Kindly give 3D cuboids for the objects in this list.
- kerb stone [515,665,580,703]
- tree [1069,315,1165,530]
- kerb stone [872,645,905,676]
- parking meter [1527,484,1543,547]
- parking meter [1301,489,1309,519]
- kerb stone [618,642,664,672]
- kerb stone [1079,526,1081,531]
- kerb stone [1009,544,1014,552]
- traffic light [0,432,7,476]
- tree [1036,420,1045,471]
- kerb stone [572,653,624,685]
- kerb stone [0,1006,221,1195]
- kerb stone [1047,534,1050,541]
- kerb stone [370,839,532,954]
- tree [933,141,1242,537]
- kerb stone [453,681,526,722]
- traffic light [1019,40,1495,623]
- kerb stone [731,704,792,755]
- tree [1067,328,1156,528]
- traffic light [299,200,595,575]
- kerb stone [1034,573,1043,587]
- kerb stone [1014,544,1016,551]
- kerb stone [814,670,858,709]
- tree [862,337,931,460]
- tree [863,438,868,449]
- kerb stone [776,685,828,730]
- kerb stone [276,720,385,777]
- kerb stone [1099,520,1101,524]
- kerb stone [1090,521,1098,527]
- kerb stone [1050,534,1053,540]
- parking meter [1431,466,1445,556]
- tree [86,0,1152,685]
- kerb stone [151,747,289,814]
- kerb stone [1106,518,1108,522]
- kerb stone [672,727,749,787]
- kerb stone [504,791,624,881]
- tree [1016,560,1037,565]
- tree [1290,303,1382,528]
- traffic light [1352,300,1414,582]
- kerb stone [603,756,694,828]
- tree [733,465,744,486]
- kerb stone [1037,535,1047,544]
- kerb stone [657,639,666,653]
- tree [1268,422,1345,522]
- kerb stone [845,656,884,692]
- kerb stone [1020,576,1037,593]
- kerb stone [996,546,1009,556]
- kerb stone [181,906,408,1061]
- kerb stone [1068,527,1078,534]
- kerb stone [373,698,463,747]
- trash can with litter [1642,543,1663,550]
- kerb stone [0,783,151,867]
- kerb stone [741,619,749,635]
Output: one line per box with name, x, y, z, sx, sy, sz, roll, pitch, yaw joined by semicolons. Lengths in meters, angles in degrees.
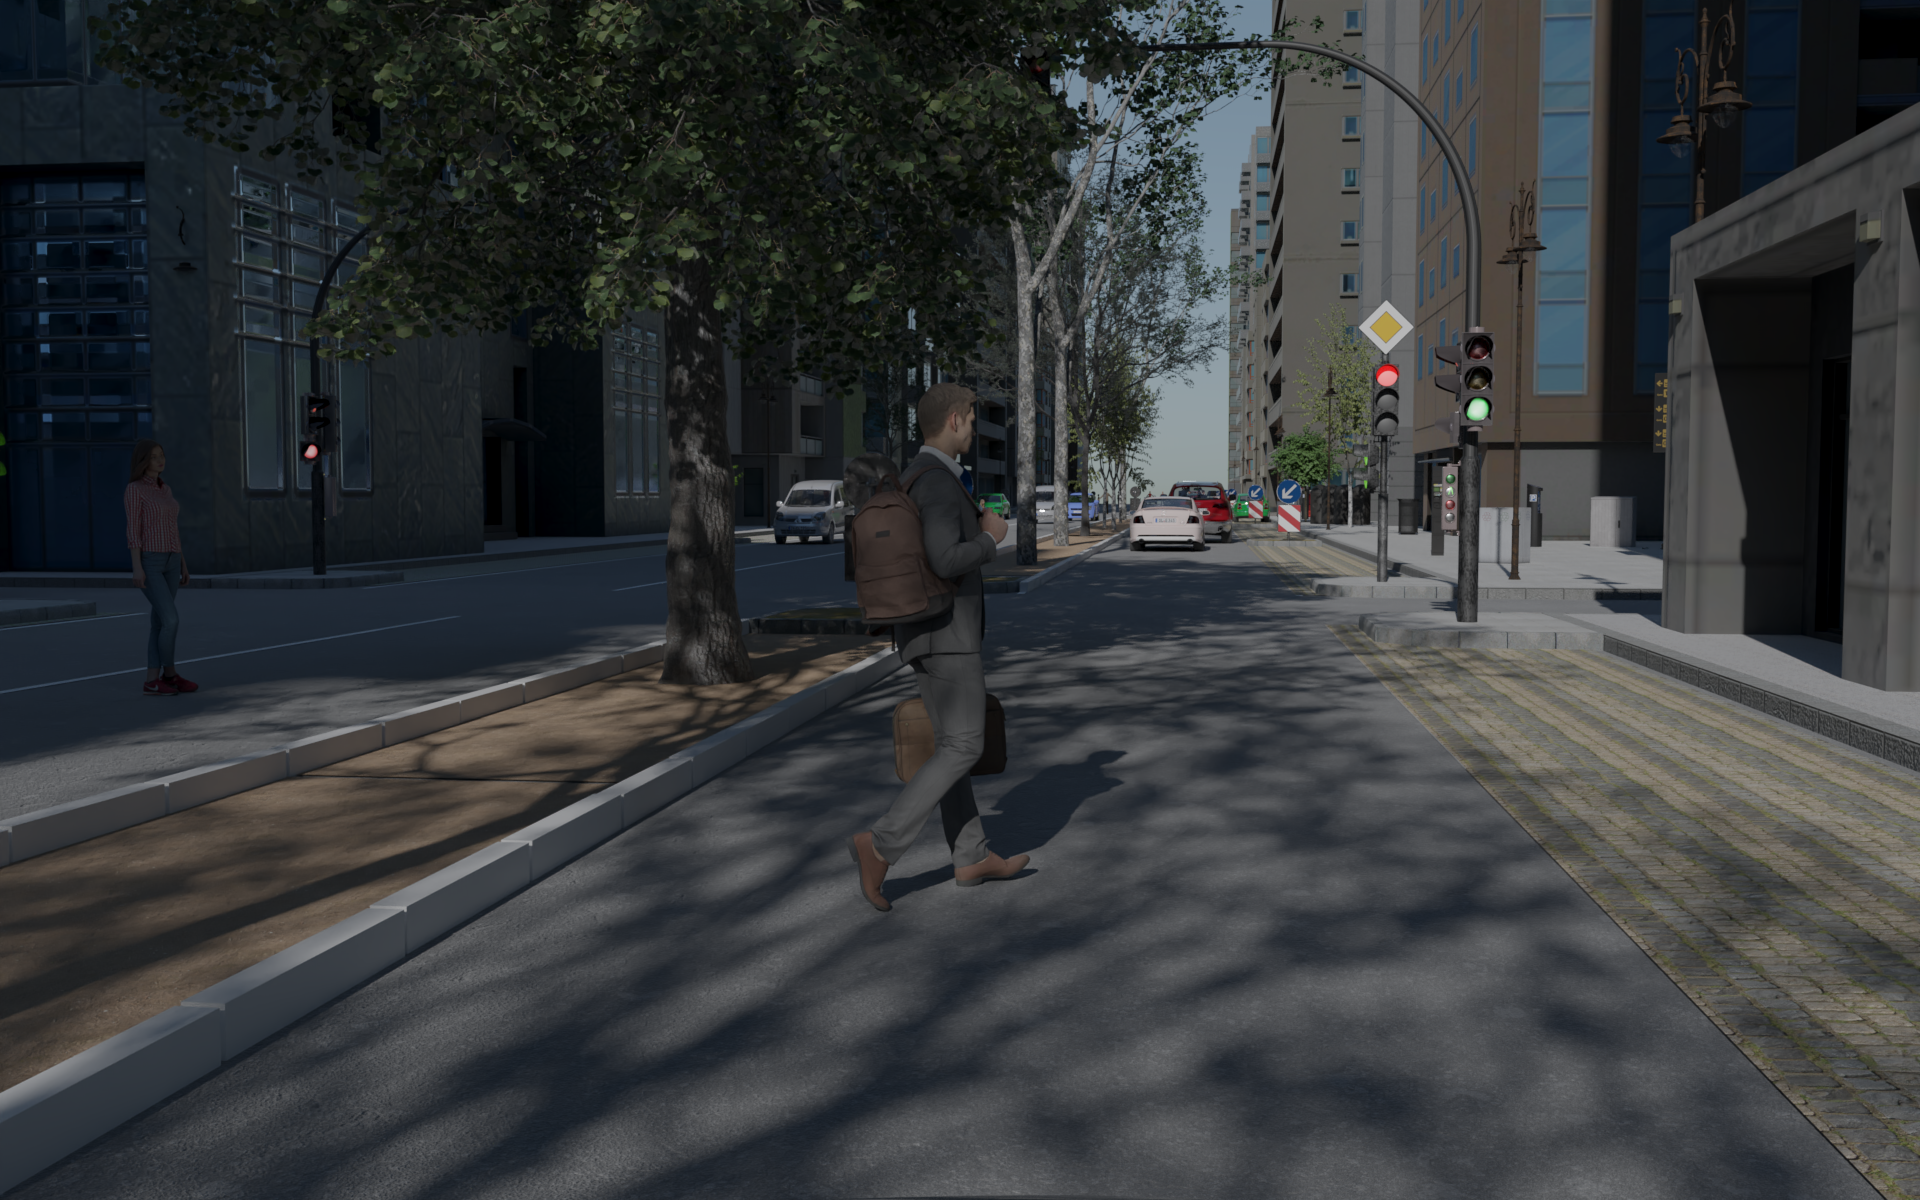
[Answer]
kerb stone;-2.950;0.606;12.282;0.120;0.150;1.000;0;4;8
tree;6.145;-7.089;68.727;4.360;8.622;3.978;0;3;0
kerb stone;-0.603;0.500;14.014;0.120;0.150;1.000;0;4;8
parking meter;13.944;-2.057;42.039;0.372;1.533;0.369;0;3;0
parking meter;17.577;-4.879;88.185;0.372;1.533;0.369;0;3;0
kerb stone;-2.674;0.485;14.311;0.120;0.150;1.000;0;4;8
kerb stone;4.474;-2.718;66.640;0.120;0.150;1.000;0;4;8
kerb stone;1.139;-1.226;42.245;0.120;0.150;1.000;0;4;8
traffic light;-11.244;-1.870;19.495;0.839;4.253;0.868;0;4;8
tree;6.705;-13.600;172.724;4.737;8.622;4.395;0;3;0
kerb stone;-2.823;0.544;13.296;0.120;0.150;1.000;0;4;8
kerb stone;-1.980;1.125;3.852;0.120;0.150;1.000;0;4;8
kerb stone;2.532;-1.846;52.414;0.120;0.150;1.000;0;4;8
kerb stone;-1.712;0.997;5.890;0.120;0.150;1.000;0;4;8
tree;4.229;-8.903;58.393;12.009;13.543;11.850;0;3;0
kerb stone;-3.094;0.670;11.270;0.120;0.150;1.000;0;4;8
traffic light;2.984;-2.616;17.431;4.771;5.953;1.251;0;4;8
kerb stone;-1.155;0.751;9.954;0.120;0.150;1.000;0;4;8
tree;6.984;-7.727;79.162;4.737;8.622;4.395;0;3;0
traffic light;-8.077;-3.210;27.159;4.771;5.953;1.251;0;4;8
kerb stone;1.136;-0.272;26.705;0.120;0.150;1.000;0;4;8
kerb stone;1.281;-1.288;43.257;0.120;0.150;1.000;0;4;8
kerb stone;-0.878;0.625;11.983;0.120;0.150;1.000;0;4;8
tree;-3.917;-9.731;93.522;7.601;10.594;8.767;0;4;1
tree;-5.756;-6.122;83.810;4.285;4.588;4.351;0;3;0
kerb stone;-1.020;0.687;10.970;0.120;0.150;1.000;0;4;8
kerb stone;-3.370;0.796;9.227;0.120;0.150;1.000;0;4;8
kerb stone;6.278;-3.525;79.836;0.120;0.150;1.000;0;4;8
kerb stone;6.004;-3.401;77.809;0.120;0.150;1.000;0;4;8
kerb stone;2.675;-1.911;53.441;0.120;0.150;1.000;0;4;8
parking meter;9.972;-1.859;36.110;0.255;1.863;0.399;1;4;14
tree;-1.931;-6.335;12.693;9.857;13.997;8.962;0;3;0
kerb stone;-3.510;0.858;8.208;0.120;0.150;1.000;0;4;8
kerb stone;7.114;-3.894;85.928;0.120;0.150;1.000;0;4;8
kerb stone;-1.292;0.811;8.938;0.120;0.150;1.000;0;4;8
kerb stone;-1.574;0.935;6.913;0.120;0.150;1.000;0;4;8
tree;2.427;-10.689;33.109;12.611;20.169;13.585;0;3;0
tree;14.806;-7.066;65.887;4.737;8.622;4.395;0;3;0
traffic light;6.150;-2.219;25.201;0.839;4.253;0.868;0;4;8
kerb stone;-1.432;0.877;7.925;0.120;0.150;1.000;0;4;8
tree;-8.607;-4.027;60.438;1.663;3.219;1.824;0;3;0
kerb stone;2.397;-1.786;51.401;0.120;0.150;1.000;0;4;8
kerb stone;-2.538;0.420;15.324;0.120;0.150;1.000;0;4;8
tree;15.746;-5.833;79.076;4.285;4.588;4.351;0;3;0
kerb stone;-0.737;0.564;12.998;0.120;0.150;1.000;0;4;8
kerb stone;0.996;-0.213;25.693;0.120;0.150;1.000;0;4;8
kerb stone;1.001;-1.159;41.230;0.120;0.150;1.000;0;4;8
kerb stone;-1.846;1.062;4.875;0.120;0.150;1.000;0;4;8
kerb stone;4.199;-2.594;64.612;0.120;0.150;1.000;0;4;8
kerb stone;-3.226;0.731;10.248;0.120;0.150;1.000;0;4;8
trash can with litter;16.749;-1.741;39.527;1.678;1.210;2.233;-3;5;-40
kerb stone;-3.650;0.918;7.188;0.120;0.150;1.000;0;4;8
kerb stone;-2.259;0.296;17.351;0.120;0.150;1.000;0;4;8
